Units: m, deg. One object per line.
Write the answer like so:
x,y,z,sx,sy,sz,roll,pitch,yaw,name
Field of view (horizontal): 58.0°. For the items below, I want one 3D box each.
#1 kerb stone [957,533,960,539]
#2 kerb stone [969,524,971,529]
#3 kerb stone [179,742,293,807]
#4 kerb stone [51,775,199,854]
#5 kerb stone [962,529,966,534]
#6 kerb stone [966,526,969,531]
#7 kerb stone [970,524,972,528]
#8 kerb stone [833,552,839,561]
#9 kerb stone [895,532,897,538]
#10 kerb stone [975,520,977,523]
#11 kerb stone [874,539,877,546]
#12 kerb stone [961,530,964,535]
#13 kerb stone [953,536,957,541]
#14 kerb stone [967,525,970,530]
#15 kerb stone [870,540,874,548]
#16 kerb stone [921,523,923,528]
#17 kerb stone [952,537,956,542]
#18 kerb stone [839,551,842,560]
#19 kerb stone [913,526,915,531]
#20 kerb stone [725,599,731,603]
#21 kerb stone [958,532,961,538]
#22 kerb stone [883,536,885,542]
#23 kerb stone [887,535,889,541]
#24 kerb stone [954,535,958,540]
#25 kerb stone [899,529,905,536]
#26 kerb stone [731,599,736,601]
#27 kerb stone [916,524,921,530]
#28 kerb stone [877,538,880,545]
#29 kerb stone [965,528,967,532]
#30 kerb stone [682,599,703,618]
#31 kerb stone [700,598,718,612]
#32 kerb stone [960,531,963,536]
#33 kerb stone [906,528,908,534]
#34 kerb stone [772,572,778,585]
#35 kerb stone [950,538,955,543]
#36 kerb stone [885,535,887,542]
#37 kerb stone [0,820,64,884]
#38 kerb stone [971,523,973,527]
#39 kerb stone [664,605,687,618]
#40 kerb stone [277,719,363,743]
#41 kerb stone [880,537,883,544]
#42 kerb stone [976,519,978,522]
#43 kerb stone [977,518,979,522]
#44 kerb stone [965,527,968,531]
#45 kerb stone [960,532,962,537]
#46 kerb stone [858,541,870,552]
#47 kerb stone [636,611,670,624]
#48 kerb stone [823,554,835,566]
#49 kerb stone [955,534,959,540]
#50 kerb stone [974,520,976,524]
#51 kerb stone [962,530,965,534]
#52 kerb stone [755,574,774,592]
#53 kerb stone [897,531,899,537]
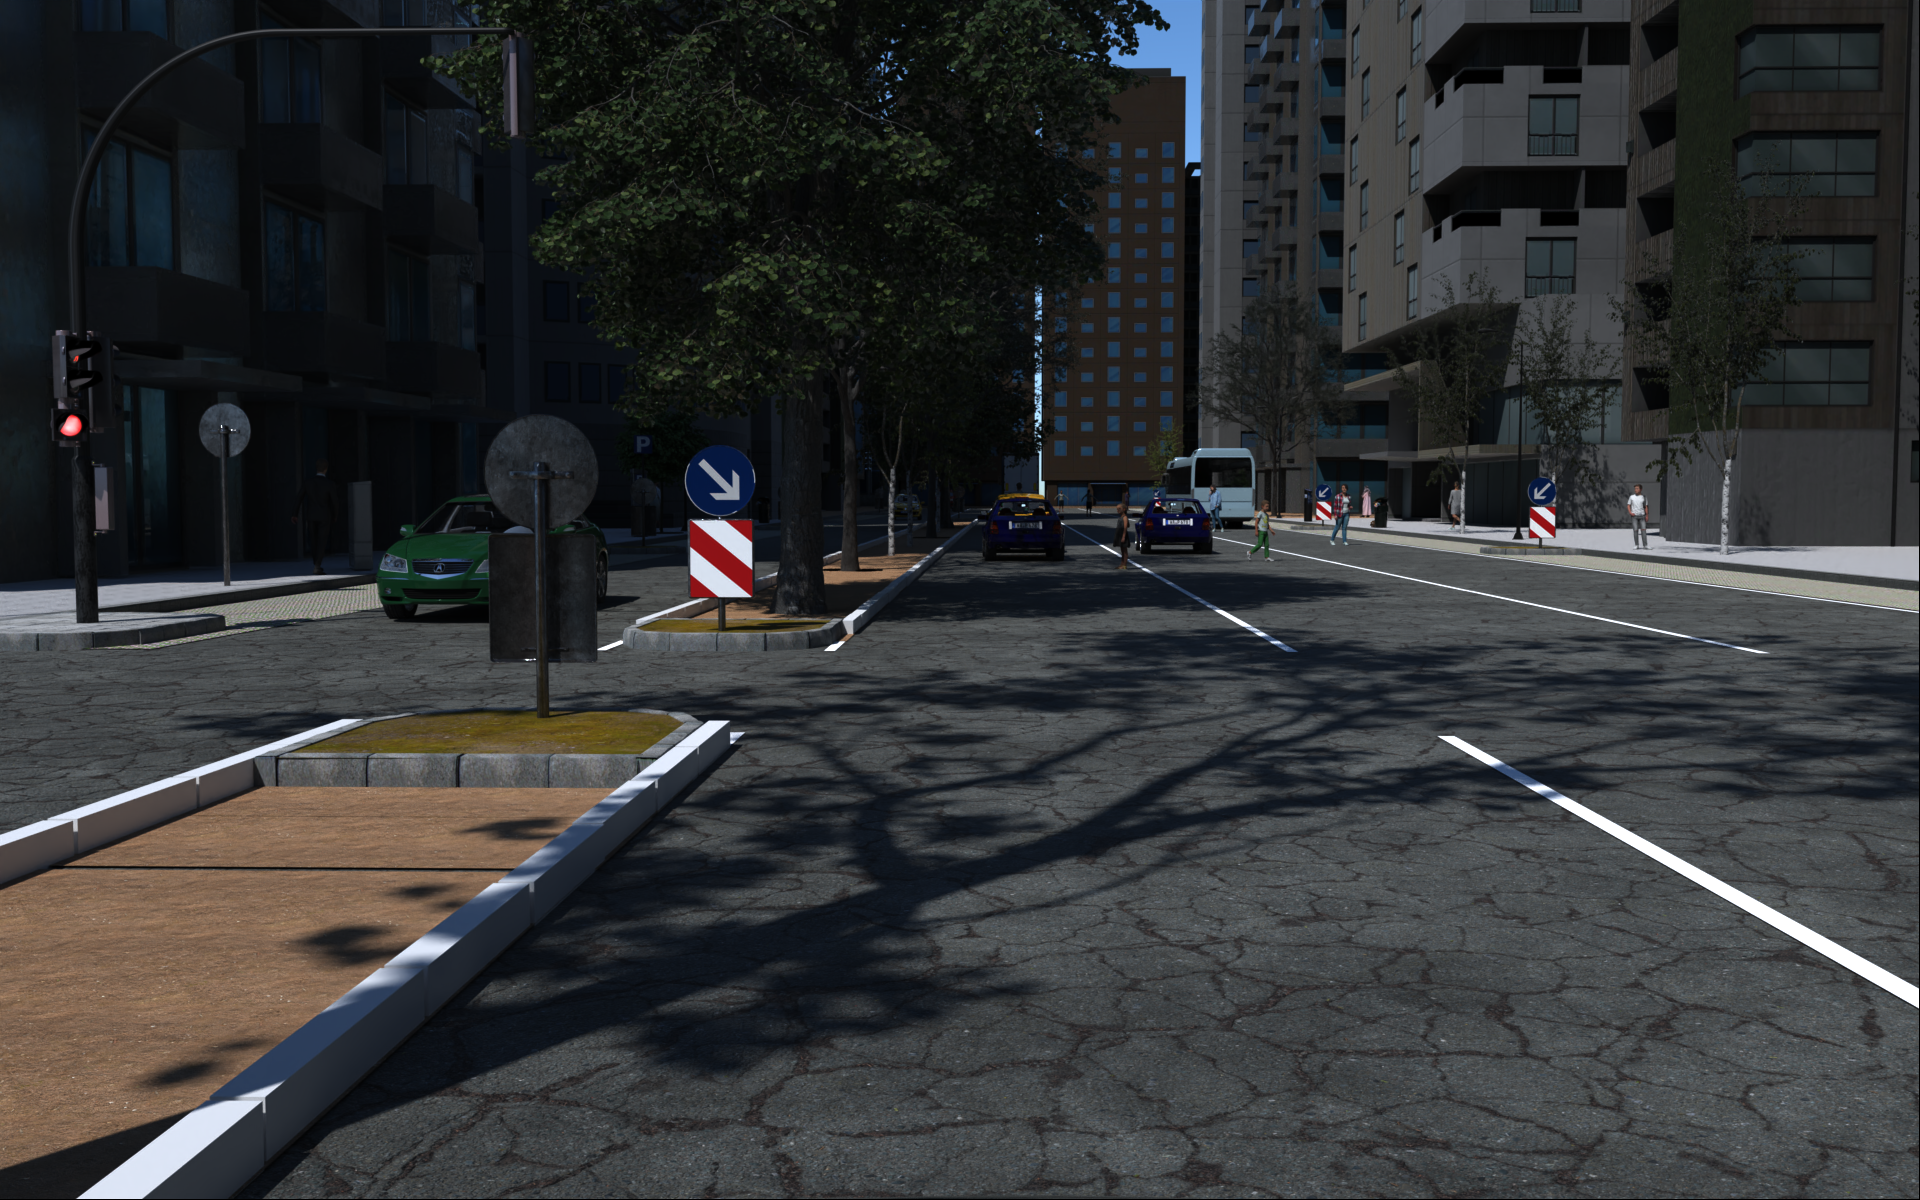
-0.145,-1.880,52.972,0.120,0.150,1.000,0,4,2,kerb stone
0.268,-2.760,67.320,0.120,0.150,1.000,0,4,2,kerb stone
-3.499,0.846,8.365,0.120,0.150,1.000,0,4,2,kerb stone
-3.531,0.908,7.343,0.120,0.150,1.000,0,4,2,kerb stone
0.036,-2.254,59.119,0.120,0.150,1.000,0,4,2,kerb stone
0.148,-2.509,63.217,0.120,0.150,1.000,0,4,2,kerb stone
0.297,-2.823,68.349,0.120,0.150,1.000,0,4,2,kerb stone
-2.712,-0.879,36.597,0.120,0.150,1.000,0,4,2,kerb stone
-2.177,-2.008,55.028,0.120,0.150,1.000,0,4,2,kerb stone
0.582,-3.449,78.591,0.120,0.150,1.000,0,4,2,kerb stone
-2.421,-1.505,46.841,0.120,0.150,1.000,0,4,2,kerb stone
-0.029,-2.130,57.075,0.120,0.150,1.000,0,4,2,kerb stone
-0.231,-1.694,49.900,0.120,0.150,1.000,0,4,2,kerb stone
0.202,-2.634,65.268,0.120,0.150,1.000,0,4,2,kerb stone
-2.444,-1.441,45.819,0.120,0.150,1.000,0,4,2,kerb stone
-1.722,-3.010,71.413,0.120,0.150,1.000,0,4,2,kerb stone
-0.254,-1.626,48.866,0.120,0.150,1.000,0,4,2,kerb stone
-2.678,-0.940,37.619,0.120,0.150,1.000,0,4,2,kerb stone
-1.894,-2.630,65.270,0.120,0.150,1.000,0,4,2,kerb stone
-3.113,-0.003,22.250,0.120,0.150,1.000,0,4,2,kerb stone
-0.112,-1.945,54.000,0.120,0.150,1.000,0,4,2,kerb stone
-2.327,-1.686,49.907,0.120,0.150,1.000,0,4,2,kerb stone
-2.270,-1.820,51.951,0.120,0.150,1.000,0,4,2,kerb stone
-0.195,-1.757,50.923,0.120,0.150,1.000,0,4,2,kerb stone
-2.064,-2.257,59.115,0.120,0.150,1.000,0,4,2,kerb stone
-3.081,-0.061,23.272,0.120,0.150,1.000,0,4,2,kerb stone
-1.758,-2.948,70.390,0.120,0.150,1.000,0,4,2,kerb stone
-2.389,-1.570,47.863,0.120,0.150,1.000,0,4,2,kerb stone
0.088,-2.381,61.170,0.120,0.150,1.000,0,4,2,kerb stone
-3.172,0.123,20.202,0.120,0.150,1.000,0,4,2,kerb stone
-3.141,0.061,21.225,0.120,0.150,1.000,0,4,2,kerb stone
-0.056,-2.069,56.053,0.120,0.150,1.000,0,4,2,kerb stone
-2.013,-2.379,61.159,0.120,0.150,1.000,0,4,2,kerb stone
-2.967,-0.317,27.378,0.120,0.150,1.000,0,4,2,kerb stone
-0.292,-1.568,47.835,0.120,0.150,1.000,0,4,2,kerb stone
-2.308,-1.757,50.929,0.120,0.150,1.000,0,4,2,kerb stone
-3.559,0.972,6.311,0.120,0.150,1.000,0,4,2,kerb stone
0.345,-2.948,70.394,0.120,0.150,1.000,0,4,2,kerb stone
-3.199,0.186,19.174,0.120,0.150,1.000,0,4,2,kerb stone
-3.477,0.785,9.387,0.120,0.150,1.000,0,4,2,kerb stone
-2.355,-1.632,48.885,0.120,0.150,1.000,0,4,2,kerb stone
0.642,-3.574,80.635,0.120,0.150,1.000,0,4,2,kerb stone
0.752,-3.822,84.744,0.120,0.150,1.000,0,4,2,kerb stone
0.120,-2.446,62.195,0.120,0.150,1.000,0,4,2,kerb stone
-0.085,-2.008,55.022,0.120,0.150,1.000,0,4,2,kerb stone
-2.482,-1.382,44.793,0.120,0.150,1.000,0,4,2,kerb stone
-3.228,0.248,18.151,0.120,0.150,1.000,0,4,2,kerb stone
-2.732,-0.811,35.575,0.120,0.150,1.000,0,4,2,kerb stone
-0.168,-1.820,51.950,0.120,0.150,1.000,0,4,2,kerb stone
0.528,-3.324,76.546,0.120,0.150,1.000,0,4,2,kerb stone
-0.004,-2.192,58.098,0.120,0.150,1.000,0,4,2,kerb stone
-3.000,-0.254,26.350,0.120,0.150,1.000,0,4,2,kerb stone
-2.158,-2.067,56.050,0.120,0.150,1.000,0,4,2,kerb stone
